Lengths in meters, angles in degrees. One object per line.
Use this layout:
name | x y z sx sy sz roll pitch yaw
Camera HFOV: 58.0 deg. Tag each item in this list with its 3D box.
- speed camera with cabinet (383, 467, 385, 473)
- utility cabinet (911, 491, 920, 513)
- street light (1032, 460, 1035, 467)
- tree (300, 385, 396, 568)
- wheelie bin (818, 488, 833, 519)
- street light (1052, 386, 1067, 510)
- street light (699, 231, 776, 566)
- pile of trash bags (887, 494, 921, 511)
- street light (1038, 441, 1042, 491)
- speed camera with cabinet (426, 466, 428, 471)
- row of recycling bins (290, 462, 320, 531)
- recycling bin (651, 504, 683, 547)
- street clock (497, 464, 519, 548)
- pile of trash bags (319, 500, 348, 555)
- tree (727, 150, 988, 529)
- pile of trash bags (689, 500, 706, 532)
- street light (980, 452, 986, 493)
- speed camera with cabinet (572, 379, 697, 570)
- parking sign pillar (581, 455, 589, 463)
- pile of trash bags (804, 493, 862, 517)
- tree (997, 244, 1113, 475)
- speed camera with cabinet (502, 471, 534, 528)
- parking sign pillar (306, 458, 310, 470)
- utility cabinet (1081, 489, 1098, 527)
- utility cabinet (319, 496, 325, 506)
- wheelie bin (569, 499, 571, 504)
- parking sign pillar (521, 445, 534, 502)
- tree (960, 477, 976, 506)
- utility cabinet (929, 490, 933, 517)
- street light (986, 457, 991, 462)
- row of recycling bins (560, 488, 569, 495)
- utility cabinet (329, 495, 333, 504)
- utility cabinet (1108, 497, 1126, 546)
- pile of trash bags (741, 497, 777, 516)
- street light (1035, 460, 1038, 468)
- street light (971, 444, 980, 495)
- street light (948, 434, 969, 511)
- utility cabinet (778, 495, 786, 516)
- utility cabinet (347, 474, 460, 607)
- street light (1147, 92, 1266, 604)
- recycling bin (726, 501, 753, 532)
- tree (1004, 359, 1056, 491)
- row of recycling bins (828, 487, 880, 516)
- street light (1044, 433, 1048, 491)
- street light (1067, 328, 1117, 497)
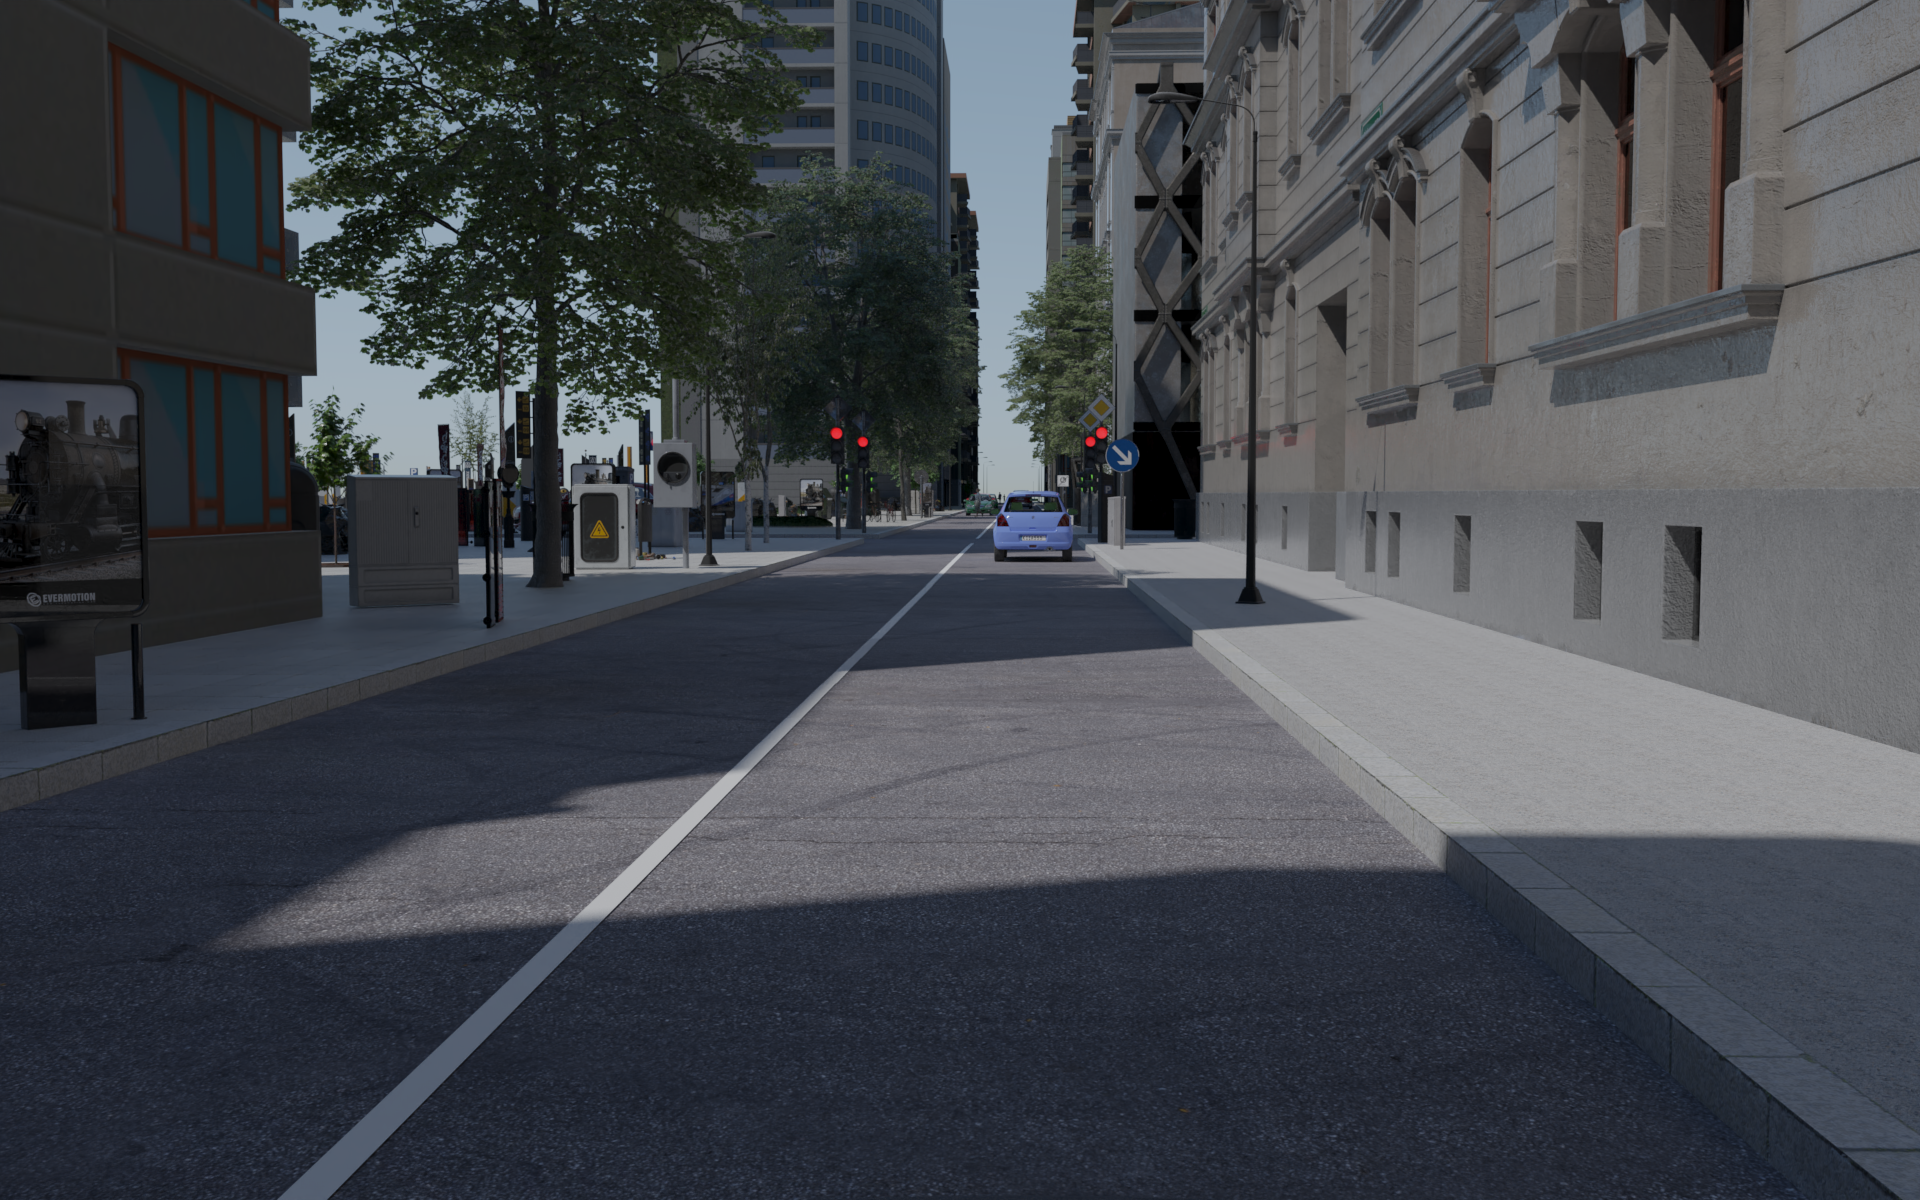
speed camera with cabinet | -40.798 -7.777 121.496 0.660 3.252 2.038 2 4 30
utility cabinet | -3.206 -6.416 113.579 1.173 1.500 0.318 1 4 15
street light | 9.592 -14.408 208.117 1.470 5.913 1.316 0 4 2
tree | -11.061 -2.191 30.431 1.663 3.219 1.824 0 3 0
wheelie bin | -6.878 -4.864 87.427 0.693 1.594 0.980 1 4 22
street light | 4.782 -6.217 74.197 1.470 5.913 1.316 0 4 2
street light | -3.951 -3.564 30.810 1.470 5.913 1.316 0 4 2
pile of trash bags | -3.911 -7.310 129.272 3.447 1.369 1.912 2 4 30
street light | 6.845 -9.696 131.075 1.470 5.913 1.316 0 4 2
speed camera with cabinet | -37.460 -7.757 121.158 0.660 3.252 2.038 1 4 13
row of recycling bins | -9.913 -0.908 21.957 3.534 1.692 1.069 0 4 -3
recycling bin | -7.156 -1.809 42.124 0.722 1.027 0.722 1 4 9
street clock | -10.751 -2.243 41.245 0.358 2.002 0.471 3 5 43
pile of trash bags | -13.971 -1.658 36.865 1.912 1.369 3.447 3 5 40
tree | -3.995 -9.582 63.329 9.857 13.997 8.962 0 3 0
pile of trash bags | -10.516 -3.315 63.956 3.447 1.369 1.912 3 4 37
street light | 1.848 -13.340 190.649 1.470 5.913 1.316 0 4 2
speed camera with cabinet | -5.553 -2.154 29.560 2.038 3.252 0.660 0 4 -1
parking sign pillar | -25.258 -7.973 118.824 1.447 3.967 1.447 -2 4 -29
pile of trash bags | -7.170 -5.398 98.007 3.447 1.369 1.912 0 4 4
tree | 5.415 -9.870 79.510 7.486 12.596 7.792 0 3 0
speed camera with cabinet | -16.413 -4.318 64.938 2.038 3.252 0.660 0 4 -7
parking sign pillar | -43.800 -7.865 117.062 1.447 3.967 1.447 0 4 -8
utility cabinet | 5.236 -3.556 66.827 1.173 1.500 0.318 3 4 37
utility cabinet | -27.934 -3.929 75.408 0.306 1.237 1.020 -3 4 -36
wheelie bin | -9.035 -2.090 42.081 0.980 1.594 0.693 0 4 -1
parking sign pillar | -22.727 -6.320 91.796 1.447 3.967 1.447 3 5 44
tree | 1.020 -12.206 194.166 1.663 3.219 1.824 0 3 0
utility cabinet | -1.740 -5.347 96.106 0.318 1.500 1.173 1 4 10
street light | 2.758 -14.927 216.598 1.470 5.913 1.316 0 4 2
row of recycling bins | -24.392 -6.403 111.796 3.534 1.692 1.069 1 4 19
utility cabinet | -47.306 -7.300 130.521 1.020 1.237 0.306 2 4 25
utility cabinet | 3.916 -1.972 43.411 0.306 1.237 1.020 0 4 -4
pile of trash bags | -12.478 -5.576 100.919 3.447 1.369 1.912 -2 4 -33
street light | 7.540 -10.962 151.776 1.470 5.913 1.316 0 4 2
street light | 0.862 -11.573 161.751 1.470 5.913 1.316 0 4 2
street light | -0.225 -9.837 133.378 1.470 5.913 1.316 0 4 2
utility cabinet | -8.706 -4.512 84.927 0.306 1.237 1.020 0 4 -1
utility cabinet | -6.351 -0.680 19.794 1.173 1.500 0.318 -3 4 -38
street light | 2.869 -2.914 20.178 1.470 5.913 1.316 0 4 2
recycling bin | -7.515 -2.837 58.941 0.722 1.027 0.722 -2 4 -27
tree | 12.737 -22.108 217.352 12.611 20.169 13.585 0 3 0
row of recycling bins | -6.232 -5.806 102.045 3.534 1.692 1.069 -3 4 -37
street light | 5.768 -7.973 102.892 1.470 5.913 1.316 0 4 2
street light | 3.825 -4.647 48.519 1.470 5.913 1.316 0 4 2
